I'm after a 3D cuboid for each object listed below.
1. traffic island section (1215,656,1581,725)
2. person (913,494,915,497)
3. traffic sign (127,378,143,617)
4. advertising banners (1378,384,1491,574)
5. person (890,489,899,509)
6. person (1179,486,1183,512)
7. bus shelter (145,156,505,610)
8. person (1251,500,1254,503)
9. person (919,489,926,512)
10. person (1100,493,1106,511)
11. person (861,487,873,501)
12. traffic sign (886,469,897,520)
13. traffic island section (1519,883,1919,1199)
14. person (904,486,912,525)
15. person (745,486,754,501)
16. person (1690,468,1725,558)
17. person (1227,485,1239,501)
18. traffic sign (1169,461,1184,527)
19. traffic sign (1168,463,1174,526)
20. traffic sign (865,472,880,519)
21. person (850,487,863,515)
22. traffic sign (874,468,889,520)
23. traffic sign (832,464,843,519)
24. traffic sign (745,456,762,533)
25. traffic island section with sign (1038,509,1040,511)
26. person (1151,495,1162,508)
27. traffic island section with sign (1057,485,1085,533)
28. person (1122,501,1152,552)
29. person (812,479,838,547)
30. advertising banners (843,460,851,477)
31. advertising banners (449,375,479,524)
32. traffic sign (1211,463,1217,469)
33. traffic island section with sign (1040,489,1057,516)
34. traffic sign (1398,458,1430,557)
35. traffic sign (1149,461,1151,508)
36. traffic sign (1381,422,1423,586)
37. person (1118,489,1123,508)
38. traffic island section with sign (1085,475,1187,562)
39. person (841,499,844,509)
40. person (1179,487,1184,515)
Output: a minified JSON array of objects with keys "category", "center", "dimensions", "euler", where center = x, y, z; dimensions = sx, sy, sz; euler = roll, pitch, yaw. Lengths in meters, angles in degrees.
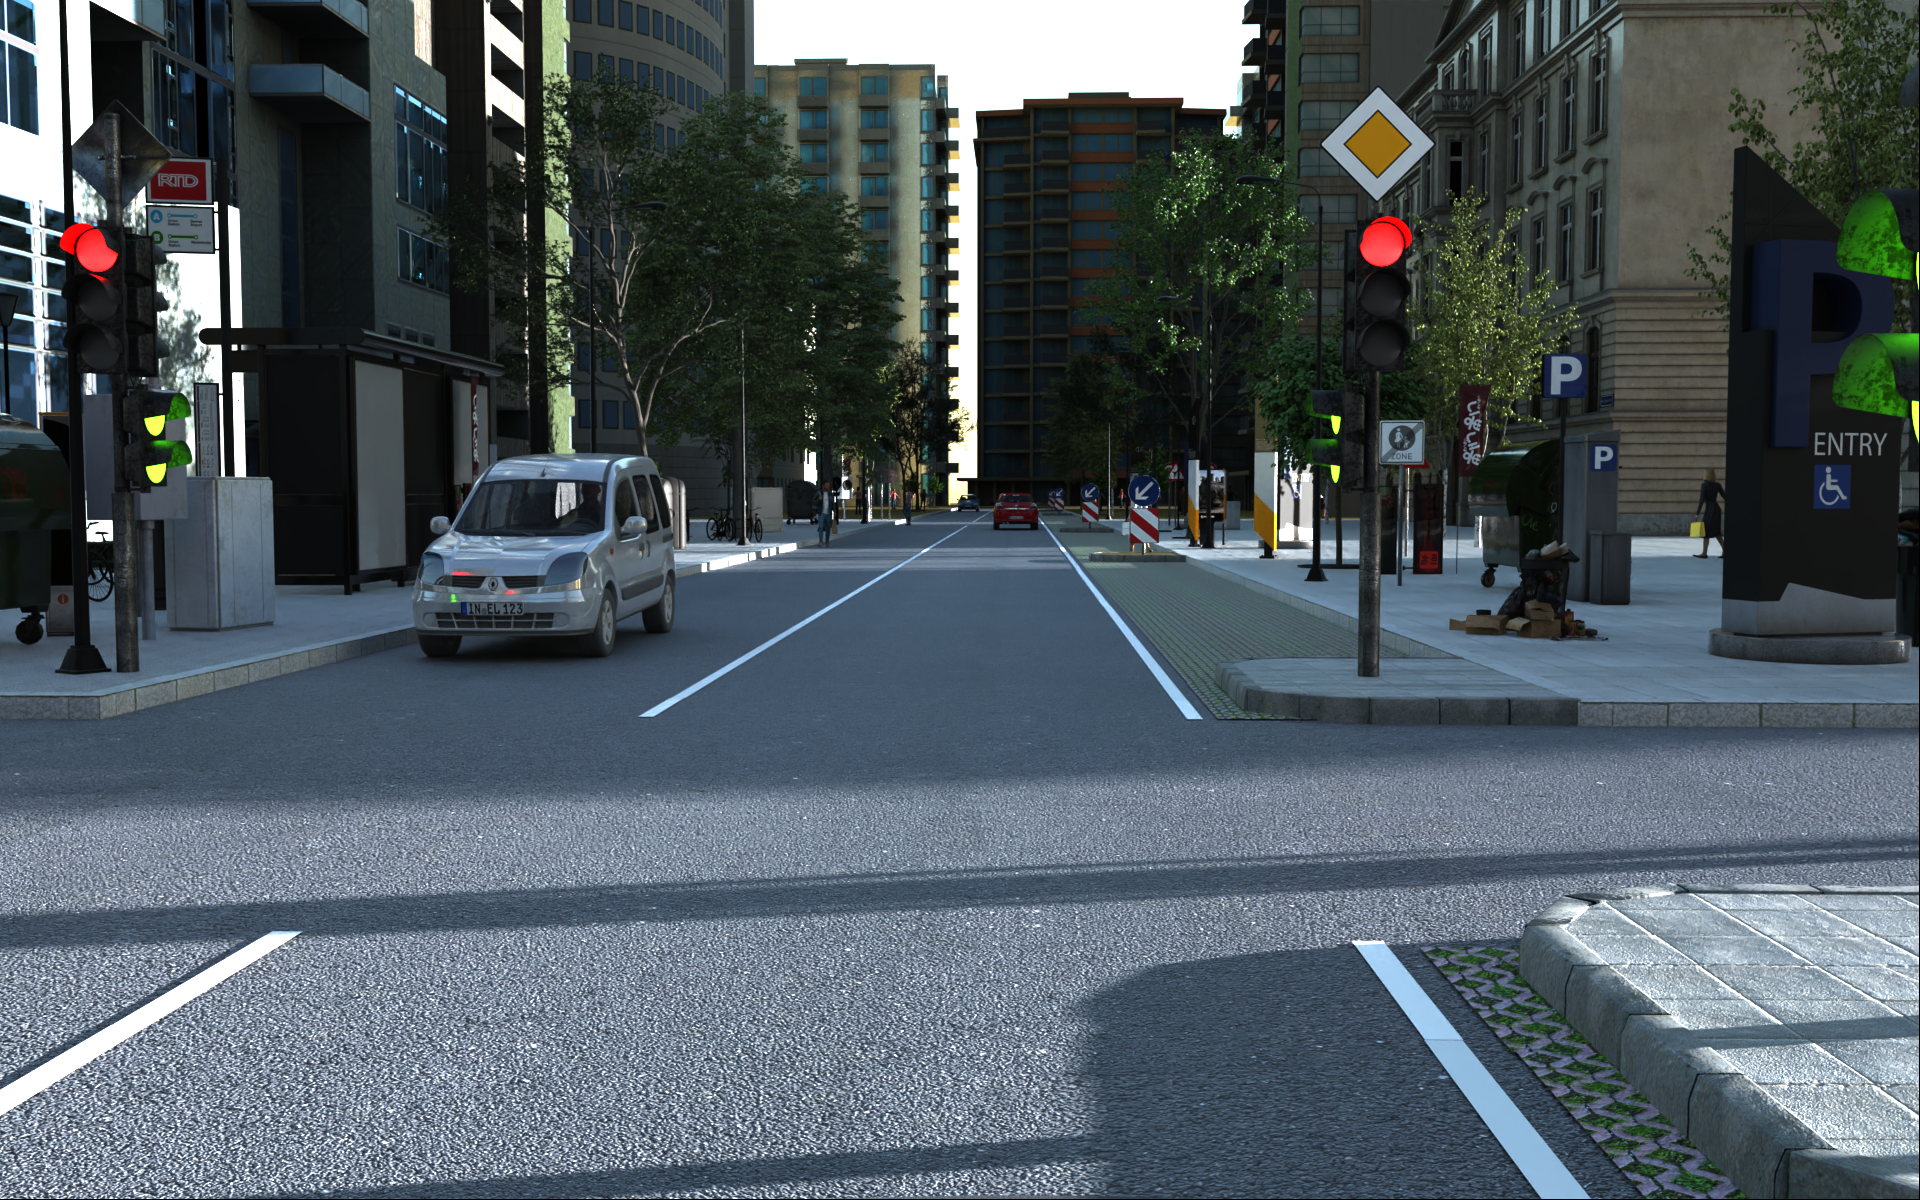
[{"category":"traffic island section","center":[2.902,0.616,12.215],"dimensions":[2.009,0.180,2.903],"euler":[0,4,2]},{"category":"person","center":[-4.403,-8.906,154.887],"dimensions":[0.697,1.427,0.421],"euler":[-1,4,-11]},{"category":"traffic sign","center":[-8.580,-1.101,18.011],"dimensions":[0.884,2.594,0.081],"euler":[1,4,11]},{"category":"advertising banners","center":[7.461,-1.924,27.648],"dimensions":[2.074,3.025,0.090],"euler":[0,4,-7]},{"category":"person","center":[-5.553,-8.580,147.053],"dimensions":[0.721,1.743,1.217],"euler":[3,4,38]},{"category":"person","center":[15.782,-7.189,123.526],"dimensions":[0.705,1.831,1.348],"euler":[0,4,6]},{"category":"bus shelter","center":[-8.480,-2.793,23.293],"dimensions":[2.179,5.291,8.768],"euler":[0,4,2]},{"category":"person","center":[16.333,-5.219,94.591],"dimensions":[0.991,1.433,0.599],"euler":[3,5,42]},{"category":"person","center":[-2.635,-7.085,123.346],"dimensions":[0.415,1.643,0.593],"euler":[3,4,39]},{"category":"person","center":[10.522,-7.540,129.335],"dimensions":[0.705,1.823,1.348],"euler":[-1,4,-20]},{"category":"person","center":[-5.329,-5.767,100.470],"dimensions":[0.705,1.807,1.348],"euler":[-2,4,-32]},{"category":"traffic sign","center":[-3.536,-5.291,86.609],"dimensions":[0.768,2.556,0.104],"euler":[1,4,10]},{"category":"traffic island section","center":[2.625,1.104,4.235],"dimensions":[2.009,0.180,2.903],"euler":[0,4,2]},{"category":"person","center":[-2.376,-4.334,79.368],"dimensions":[0.388,1.821,0.555],"euler":[-1,4,-22]},{"category":"person","center":[-11.873,-5.660,99.142],"dimensions":[0.990,1.755,0.434],"euler":[-1,4,-14]},{"category":"person","center":[15.348,-1.725,34.471],"dimensions":[1.509,1.804,0.699],"euler":[1,4,17]},{"category":"person","center":[16.724,-6.180,107.107],"dimensions":[0.705,1.821,1.348],"euler":[-3,4,-37]},{"category":"traffic sign","center":[8.437,-4.146,67.786],"dimensions":[0.884,2.594,0.081],"euler":[0,4,5]},{"category":"traffic sign","center":[8.505,-4.293,70.295],"dimensions":[0.768,2.556,0.104],"euler":[0,4,7]},{"category":"traffic sign","center":[-4.494,-5.350,87.482],"dimensions":[0.884,2.594,0.081],"euler":[0,4,5]},{"category":"person","center":[-6.316,-6.202,108.149],"dimensions":[1.217,1.736,0.721],"euler":[1,4,20]},{"category":"traffic sign","center":[-3.856,-5.204,85.187],"dimensions":[0.768,2.556,0.104],"euler":[1,4,9]},{"category":"traffic sign","center":[-5.421,-4.549,74.490],"dimensions":[0.768,2.556,0.104],"euler":[1,4,9]},{"category":"traffic sign","center":[-6.847,-3.456,56.604],"dimensions":[0.768,2.556,0.104],"euler":[0,4,8]},{"category":"traffic island section with sign","center":[7.419,-8.180,142.364],"dimensions":[1.989,1.847,2.006],"euler":[0,4,2]},{"category":"person","center":[10.714,-5.480,95.721],"dimensions":[0.705,1.814,1.350],"euler":[-3,4,-36]},{"category":"traffic island section with sign","center":[4.735,-3.437,64.824],"dimensions":[1.989,1.847,2.006],"euler":[0,4,2]},{"category":"person","center":[4.013,-1.835,38.863],"dimensions":[0.694,1.780,0.624],"euler":[-3,5,-41]},{"category":"person","center":[-3.596,-2.338,46.705],"dimensions":[0.794,1.824,0.713],"euler":[0,4,-4]},{"category":"advertising banners","center":[-6.564,-5.629,88.214],"dimensions":[2.074,3.025,0.090],"euler":[0,4,5]},{"category":"advertising banners","center":[-7.145,-1.767,25.074],"dimensions":[0.090,3.025,2.074],"euler":[0,4,-5]},{"category":"traffic sign","center":[10.062,-4.284,70.154],"dimensions":[0.768,2.556,0.104],"euler":[1,4,9]},{"category":"traffic island section with sign","center":[6.474,-6.515,115.153],"dimensions":[1.989,1.847,2.006],"euler":[0,4,2]},{"category":"traffic sign","center":[9.136,-2.165,35.409],"dimensions":[0.884,2.594,0.081],"euler":[0,4,7]},{"category":"traffic sign","center":[7.401,-4.129,67.514],"dimensions":[0.884,2.594,0.081],"euler":[0,4,5]},{"category":"traffic sign","center":[6.144,-1.346,24.141],"dimensions":[0.606,2.300,0.079],"euler":[1,4,11]},{"category":"person","center":[14.677,-9.287,158.610],"dimensions":[0.721,1.743,1.217],"euler":[-1,4,-11]},{"category":"traffic island section with sign","center":[3.781,-1.742,37.109],"dimensions":[1.989,1.847,2.006],"euler":[0,4,2]},{"category":"person","center":[-10.176,-8.617,150.148],"dimensions":[0.599,1.433,0.991],"euler":[3,4,36]},{"category":"person","center":[13.884,-6.187,107.754],"dimensions":[0.990,1.755,0.434],"euler":[-3,5,-45]}]
